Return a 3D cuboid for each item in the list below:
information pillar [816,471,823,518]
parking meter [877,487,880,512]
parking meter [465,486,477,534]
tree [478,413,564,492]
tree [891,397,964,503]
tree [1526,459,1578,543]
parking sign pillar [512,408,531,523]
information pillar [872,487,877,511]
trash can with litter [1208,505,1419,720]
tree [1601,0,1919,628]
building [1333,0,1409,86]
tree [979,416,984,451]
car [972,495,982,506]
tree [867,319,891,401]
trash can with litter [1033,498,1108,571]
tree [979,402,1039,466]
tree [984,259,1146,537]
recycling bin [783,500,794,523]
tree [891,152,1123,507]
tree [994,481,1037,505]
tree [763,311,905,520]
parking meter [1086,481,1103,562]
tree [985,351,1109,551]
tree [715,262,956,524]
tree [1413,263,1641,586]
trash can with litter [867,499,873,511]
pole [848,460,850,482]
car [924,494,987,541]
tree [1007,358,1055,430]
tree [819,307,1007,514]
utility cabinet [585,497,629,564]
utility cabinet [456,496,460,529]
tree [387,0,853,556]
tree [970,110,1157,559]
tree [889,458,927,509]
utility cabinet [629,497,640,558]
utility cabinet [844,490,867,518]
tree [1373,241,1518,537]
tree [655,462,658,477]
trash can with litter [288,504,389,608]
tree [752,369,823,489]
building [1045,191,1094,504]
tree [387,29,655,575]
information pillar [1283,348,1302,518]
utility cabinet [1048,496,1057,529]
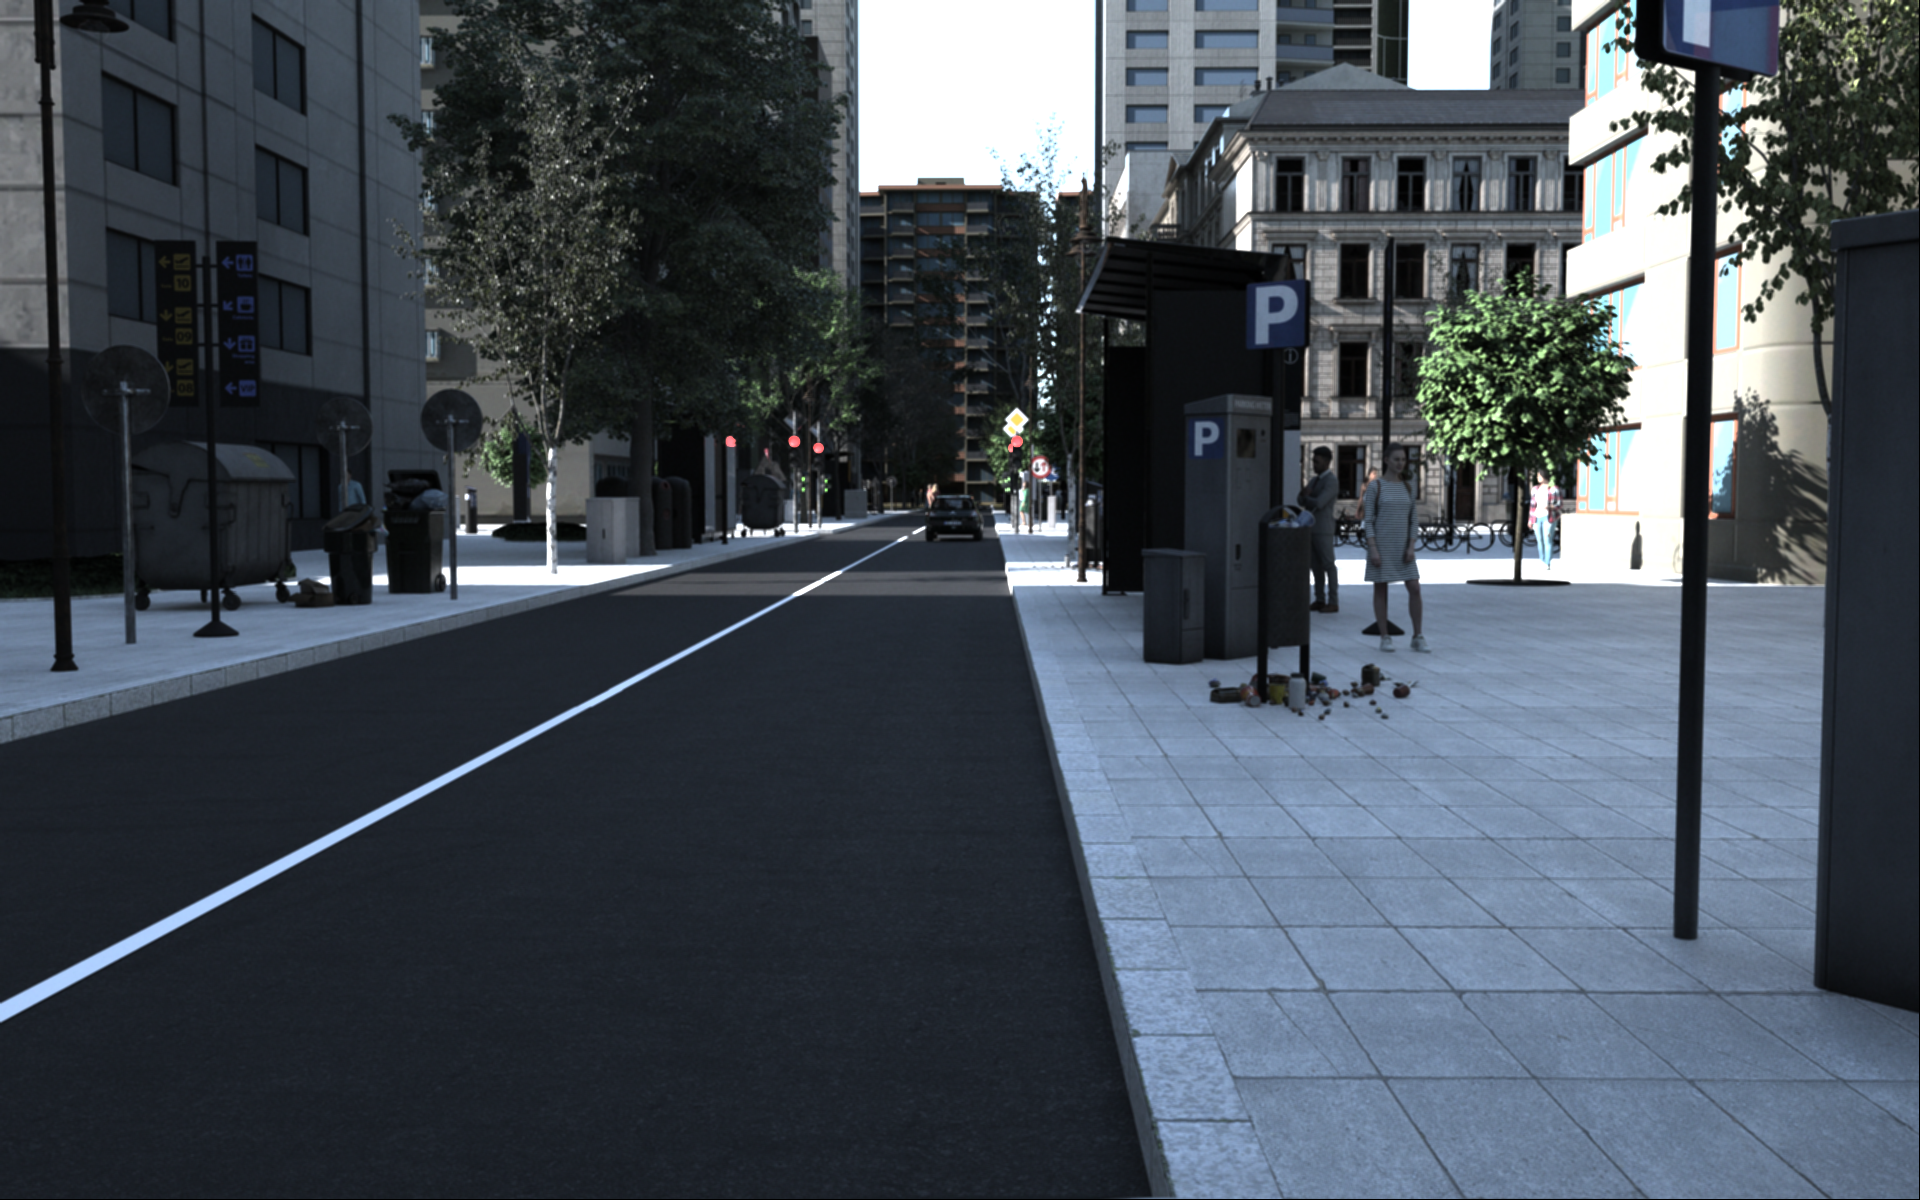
[{"bbox_3d":[-7.477,-6.163,92.121,0.183,3.616,0.504,2,4,29],"label":"information pillar"},{"bbox_3d":[-5.685,-7.130,122.287,0.399,1.863,0.255,0,4,-1],"label":"parking meter"},{"bbox_3d":[-15.769,-2.902,55.860,0.372,1.533,0.369,0,3,0],"label":"parking meter"},{"bbox_3d":[-17.587,-5.255,69.629,4.285,4.588,4.351,0,3,0],"label":"tree"},{"bbox_3d":[-4.133,-18.688,212.196,9.857,13.997,8.962,0,3,0],"label":"tree"},{"bbox_3d":[15.621,-3.155,46.180,1.663,3.219,1.824,0,3,0],"label":"tree"},{"bbox_3d":[-13.964,-4.079,55.165,1.447,3.967,1.447,-1,4,-8],"label":"parking sign pillar"},{"bbox_3d":[-6.384,-7.674,129.964,0.304,2.012,0.304,1,4,22],"label":"information pillar"},{"bbox_3d":[2.361,0.003,11.009,1.678,1.210,2.233,3,5,42],"label":"trash can with litter"},{"bbox_3d":[8.218,-4.022,16.126,4.737,8.622,4.395,0,3,0],"label":"tree"},{"bbox_3d":[50.940,-49.007,239.518,20.611,71.187,20.563,0,4,1],"label":"building"},{"bbox_3d":[3.611,-10.915,128.822,4.737,8.622,4.395,0,3,0],"label":"tree"},{"bbox_3d":[0.097,-4.728,89.304,2.014,1.417,4.499,0,4,2],"label":"car"},{"bbox_3d":[-3.477,-19.390,172.921,12.611,20.169,13.585,0,3,0],"label":"tree"},{"bbox_3d":[2.274,-1.141,29.716,1.678,1.210,2.233,-1,4,-13],"label":"trash can with litter"},{"bbox_3d":[5.674,-16.145,189.720,9.928,11.665,9.643,0,3,0],"label":"tree"},{"bbox_3d":[3.679,-6.203,51.784,4.737,8.622,4.395,0,3,0],"label":"tree"},{"bbox_3d":[-7.738,-3.900,76.311,0.722,1.027,0.722,-2,4,-23],"label":"recycling bin"},{"bbox_3d":[2.912,-14.872,99.050,12.611,20.169,13.585,0,3,0],"label":"tree"},{"bbox_3d":[2.999,-5.577,85.793,1.663,3.219,1.824,0,3,0],"label":"tree"},{"bbox_3d":[-6.317,-9.225,85.233,7.601,10.594,8.767,-2,4,-25],"label":"tree"},{"bbox_3d":[2.568,-1.495,32.860,0.372,1.533,0.369,0,3,0],"label":"parking meter"},{"bbox_3d":[3.155,-3.425,39.714,4.285,4.588,4.351,0,3,0],"label":"tree"},{"bbox_3d":[-6.738,-9.087,74.323,9.928,11.665,9.643,0,3,0],"label":"tree"},{"bbox_3d":[7.967,-2.505,24.674,4.285,4.588,4.351,0,3,0],"label":"tree"},{"bbox_3d":[-6.796,-7.130,127.957,1.055,1.170,0.624,0,4,-5],"label":"trash can with litter"},{"bbox_3d":[-6.707,-6.761,104.391,0.158,3.312,0.155,0,3,0],"label":"pole"},{"bbox_3d":[-0.158,-2.720,54.254,2.009,1.686,4.222,0,4,2],"label":"car"},{"bbox_3d":[4.797,-14.907,154.097,12.009,13.543,11.850,0,3,0],"label":"tree"},{"bbox_3d":[-5.330,-12.464,114.162,12.009,13.543,11.850,0,3,0],"label":"tree"},{"bbox_3d":[-6.549,-1.274,31.987,0.306,1.237,1.020,-3,5,-40],"label":"utility cabinet"},{"bbox_3d":[-19.002,-3.233,64.021,1.020,1.237,0.306,-3,5,-44],"label":"utility cabinet"},{"bbox_3d":[-6.682,-7.897,35.779,9.857,13.997,8.962,0,3,0],"label":"tree"},{"bbox_3d":[2.194,-5.086,33.521,4.360,8.622,3.978,0,3,0],"label":"tree"},{"bbox_3d":[-4.629,-10.257,151.423,4.285,4.588,4.351,0,3,0],"label":"tree"},{"bbox_3d":[-6.945,-1.445,34.780,1.020,1.237,0.306,-3,5,-42],"label":"utility cabinet"},{"bbox_3d":[-5.441,-5.003,90.484,1.173,1.500,0.318,0,4,2],"label":"utility cabinet"},{"bbox_3d":[14.516,-6.164,51.139,4.360,8.622,3.978,0,3,0],"label":"tree"},{"bbox_3d":[-8.977,-3.633,54.006,1.663,3.219,1.824,0,3,0],"label":"tree"},{"bbox_3d":[-7.146,-0.521,19.900,0.624,1.170,1.055,2,4,27],"label":"trash can with litter"},{"bbox_3d":[-10.516,-9.343,103.122,4.360,8.622,3.978,0,3,0],"label":"tree"},{"bbox_3d":[25.987,-35.903,241.638,28.867,44.769,22.147,0,4,1],"label":"building"},{"bbox_3d":[-6.671,-4.724,27.607,4.360,8.622,3.978,0,3,0],"label":"tree"},{"bbox_3d":[4.196,-1.906,22.511,0.504,3.616,0.183,0,4,-2],"label":"information pillar"},{"bbox_3d":[3.402,-3.242,64.165,0.306,1.237,1.020,0,4,5],"label":"utility cabinet"}]
